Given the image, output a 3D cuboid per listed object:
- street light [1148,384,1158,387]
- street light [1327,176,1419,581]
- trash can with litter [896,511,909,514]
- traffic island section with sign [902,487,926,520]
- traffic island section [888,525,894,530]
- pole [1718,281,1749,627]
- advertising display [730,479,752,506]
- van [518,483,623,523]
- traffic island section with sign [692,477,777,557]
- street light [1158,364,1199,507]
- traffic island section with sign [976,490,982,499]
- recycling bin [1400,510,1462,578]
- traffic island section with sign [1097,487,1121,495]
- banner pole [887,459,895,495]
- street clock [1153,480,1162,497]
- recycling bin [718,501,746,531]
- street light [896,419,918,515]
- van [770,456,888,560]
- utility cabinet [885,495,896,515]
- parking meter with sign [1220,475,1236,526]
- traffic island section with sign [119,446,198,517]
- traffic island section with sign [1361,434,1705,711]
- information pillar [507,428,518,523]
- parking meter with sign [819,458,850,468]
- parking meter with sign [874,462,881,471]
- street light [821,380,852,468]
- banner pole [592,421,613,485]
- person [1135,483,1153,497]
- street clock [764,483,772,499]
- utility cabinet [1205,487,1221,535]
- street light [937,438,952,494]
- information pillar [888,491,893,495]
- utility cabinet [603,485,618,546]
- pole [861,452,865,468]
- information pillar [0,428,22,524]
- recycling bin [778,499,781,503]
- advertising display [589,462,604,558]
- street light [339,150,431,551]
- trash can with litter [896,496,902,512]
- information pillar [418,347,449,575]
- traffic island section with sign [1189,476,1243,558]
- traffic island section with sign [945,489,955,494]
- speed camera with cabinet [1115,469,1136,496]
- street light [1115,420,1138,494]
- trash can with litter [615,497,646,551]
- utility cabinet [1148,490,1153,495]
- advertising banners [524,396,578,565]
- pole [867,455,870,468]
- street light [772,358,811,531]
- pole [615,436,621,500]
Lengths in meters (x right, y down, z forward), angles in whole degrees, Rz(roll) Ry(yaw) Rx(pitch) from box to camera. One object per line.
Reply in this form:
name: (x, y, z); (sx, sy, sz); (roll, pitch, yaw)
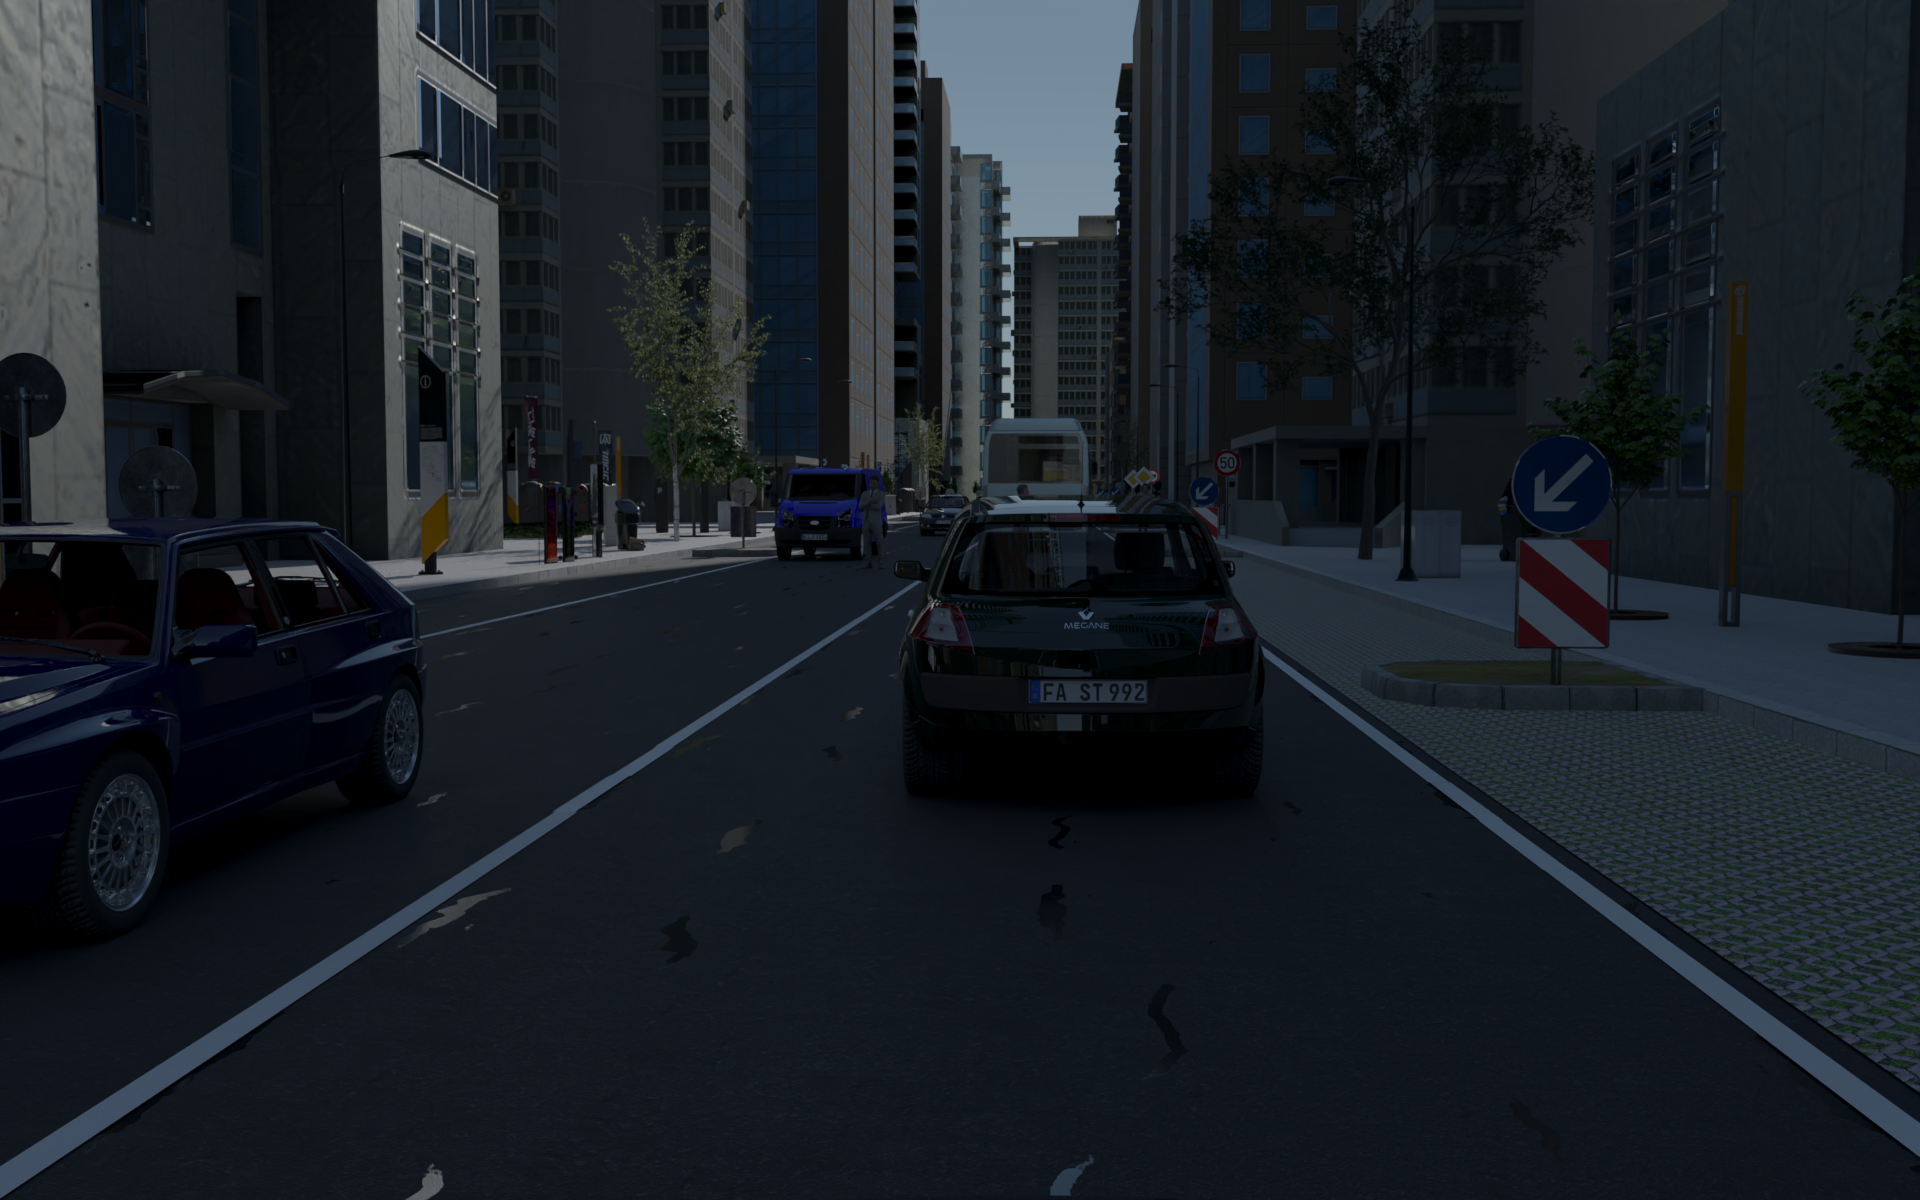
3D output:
street light: (8.631, -6.151, 73.111); (1.470, 5.913, 1.316); (0, 4, 3)
street light: (6.071, -3.237, 25.473); (1.470, 5.913, 1.316); (0, 4, 3)
trash can with litter: (-4.068, -6.319, 114.368); (2.233, 1.210, 1.678); (-1, 4, -15)
traffic island section with sign: (-2.137, -5.321, 95.628); (1.989, 1.847, 2.006); (0, 4, 3)
traffic island section: (-3.784, -2.967, 70.792); (2.009, 0.180, 2.903); (0, 4, 3)
pole: (7.463, -1.399, 16.711); (0.158, 3.312, 0.155); (0, 3, 0)
advertising display: (-7.829, -3.468, 61.910); (0.974, 1.923, 0.123); (2, 4, 35)
van: (-15.008, -3.639, 66.505); (4.112, 2.044, 2.013); (0, 4, 3)
traffic island section with sign: (-5.085, -1.945, 40.432); (1.989, 1.847, 2.006); (0, 4, 3)
street light: (7.974, -5.474, 62.037); (1.470, 5.913, 1.316); (0, 4, 3)
traffic island section with sign: (1.976, -10.016, 172.389); (1.989, 1.847, 2.006); (0, 4, 3)
recycling bin: (7.267, -0.868, 26.747); (0.722, 1.027, 0.722); (0, 4, -7)
traffic island section with sign: (8.385, -5.292, 95.159); (1.989, 1.847, 2.006); (0, 4, 3)
banner pole: (-4.958, -8.167, 123.541); (0.863, 3.779, 0.401); (-3, 5, -40)
street clock: (10.458, -5.335, 91.802); (0.358, 2.002, 0.471); (-2, 4, -32)
recycling bin: (-7.980, -2.938, 60.588); (0.722, 1.027, 0.722); (2, 4, 31)
street light: (-3.270, -8.212, 106.804); (1.470, 5.913, 1.316); (0, 4, 3)
van: (-2.886, -2.133, 39.266); (2.240, 2.365, 5.245); (0, 4, 4)
utility cabinet: (-4.375, -5.680, 104.035); (1.020, 1.237, 0.306); (0, 4, -8)
parking meter with sign: (11.174, -4.506, 69.932); (1.738, 3.016, 0.543); (3, 5, 44)
traffic island section with sign: (-6.527, -0.299, 13.515); (1.989, 1.847, 2.006); (0, 4, 3)
traffic island section with sign: (3.951, -0.227, 12.345); (1.989, 1.847, 2.006); (0, 4, 3)
information pillar: (-15.848, -4.283, 61.382); (0.504, 3.616, 0.183); (3, 4, 37)
parking meter with sign: (-6.053, -5.365, 83.973); (1.738, 3.016, 0.543); (3, 5, 42)
parking meter with sign: (-5.107, -5.975, 93.948); (1.738, 3.016, 0.543); (3, 4, 36)
street light: (-5.093, -6.010, 70.798); (1.470, 5.913, 1.316); (0, 4, 3)
banner pole: (-12.344, -4.255, 59.587); (0.863, 3.779, 0.401); (0, 4, 3)
person: (5.797, -2.836, 55.219); (0.716, 1.782, 0.532); (0, 4, 7)
street clock: (-10.702, -5.614, 96.354); (0.471, 2.002, 0.358); (-1, 4, -21)
utility cabinet: (7.839, -2.760, 53.810); (0.318, 1.500, 1.173); (1, 4, 18)
street light: (-1.331, -10.391, 142.437); (1.470, 5.913, 1.316); (0, 4, 3)
information pillar: (-5.094, -7.458, 126.433); (0.304, 2.012, 0.304); (3, 5, 39)
utility cabinet: (-8.697, -2.101, 43.032); (0.318, 1.500, 1.173); (-1, 4, -15)
pole: (-4.720, -5.515, 84.014); (0.158, 3.312, 0.155); (0, 3, 0)
information pillar: (-9.007, -0.723, 16.312); (0.304, 2.012, 0.304); (2, 4, 23)
recycling bin: (-9.938, -5.266, 98.658); (0.722, 1.027, 0.722); (3, 4, 38)
advertising display: (-7.417, -1.843, 35.354); (0.123, 1.923, 0.974); (-1, 4, -21)
street light: (-7.828, -3.119, 23.543); (1.470, 5.913, 1.316); (0, 4, 3)
trash can with litter: (-4.433, -6.557, 118.592); (0.624, 1.170, 1.055); (1, 4, 17)
information pillar: (-8.375, -2.212, 27.518); (0.504, 3.616, 0.183); (1, 4, 22)
traffic island section with sign: (5.427, -1.903, 39.736); (1.989, 1.847, 2.006); (0, 4, 3)
traffic island section with sign: (-0.655, -6.998, 123.053); (1.989, 1.847, 2.006); (0, 4, 3)
speed camera with cabinet: (12.943, -8.628, 135.404); (0.660, 3.252, 2.038); (3, 5, 40)
street light: (10.576, -8.330, 108.744); (1.470, 5.913, 1.316); (0, 4, 3)
trash can with litter: (-7.450, -1.718, 39.482); (0.624, 1.170, 1.055); (-2, 4, -34)
utility cabinet: (9.734, -4.912, 88.983); (0.318, 1.500, 1.173); (1, 4, 11)
advertising banners: (-7.538, -2.184, 31.889); (0.090, 3.025, 2.074); (1, 4, 12)
pole: (-4.761, -5.872, 89.852); (0.158, 3.312, 0.155); (0, 3, 0)
street light: (-5.778, -5.312, 59.388); (1.470, 5.913, 1.316); (0, 4, 3)
pole: (-12.057, -4.115, 61.120); (0.158, 3.312, 0.155); (0, 3, 0)
